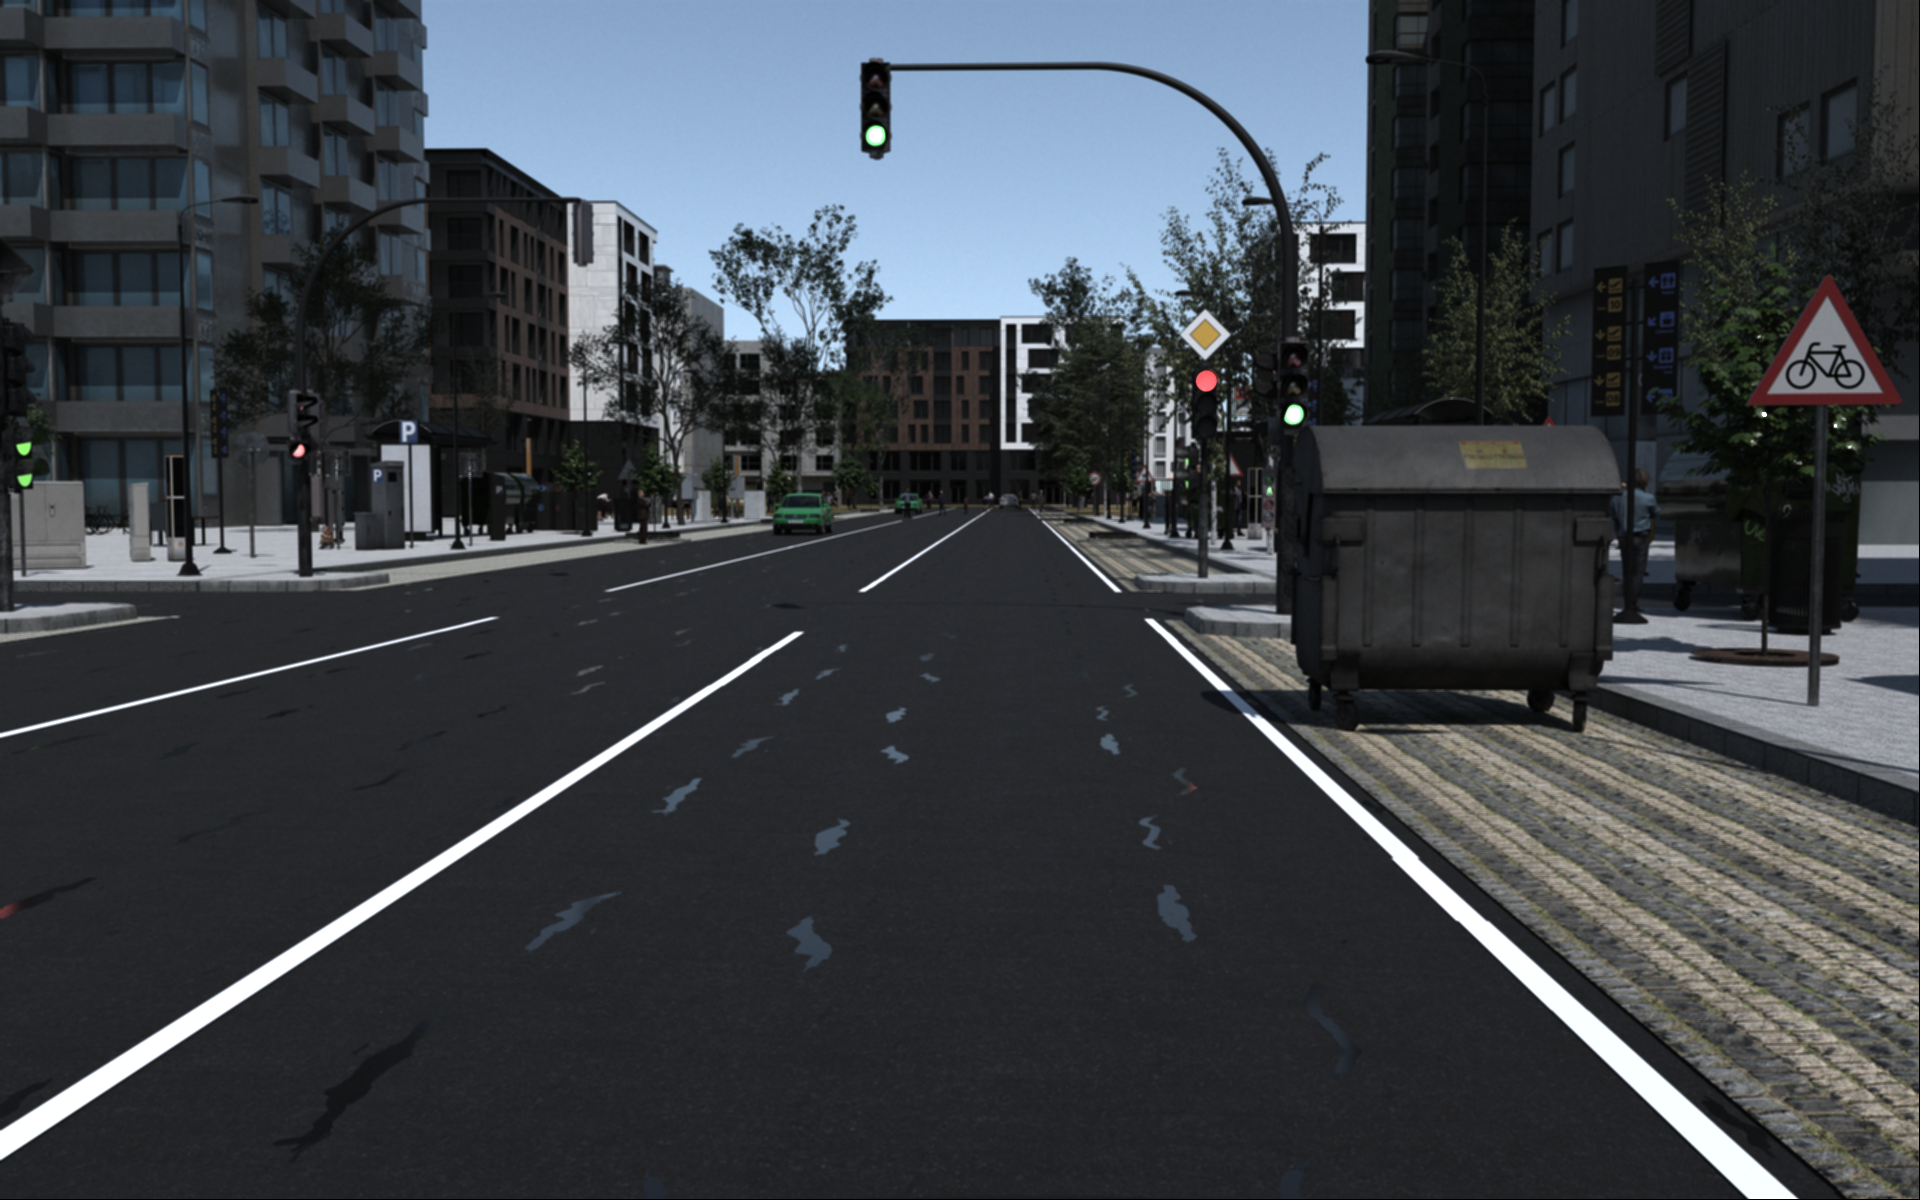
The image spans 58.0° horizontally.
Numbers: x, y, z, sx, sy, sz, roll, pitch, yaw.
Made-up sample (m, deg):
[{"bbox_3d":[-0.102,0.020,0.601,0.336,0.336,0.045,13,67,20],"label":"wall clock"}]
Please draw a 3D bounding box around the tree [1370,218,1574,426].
[{"bbox_3d":[14.478,-5.927,47.264,4.737,8.622,4.395,0,3,0],"label":"tree"}]

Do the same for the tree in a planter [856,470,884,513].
[{"bbox_3d":[-6.680,-8.072,129.204,1.991,3.239,1.994,0,4,2],"label":"tree in a planter"}]

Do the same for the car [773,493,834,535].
[{"bbox_3d":[-5.603,-3.262,62.126,1.959,1.807,4.718,0,4,2],"label":"car"}]

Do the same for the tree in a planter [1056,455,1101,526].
[{"bbox_3d":[5.350,-4.962,78.353,1.991,3.239,1.994,0,4,2],"label":"tree in a planter"}]

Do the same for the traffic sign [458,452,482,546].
[{"bbox_3d":[-12.048,-2.476,42.616,0.606,2.300,0.079,0,4,8],"label":"traffic sign"}]

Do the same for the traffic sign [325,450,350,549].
[{"bbox_3d":[-14.380,-2.317,40.017,0.606,2.300,0.079,0,4,8],"label":"traffic sign"}]

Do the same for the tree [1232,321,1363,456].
[{"bbox_3d":[17.718,-9.605,91.454,7.601,10.594,8.767,0,3,0],"label":"tree"}]

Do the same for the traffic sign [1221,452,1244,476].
[{"bbox_3d":[8.013,-3.159,51.660,0.884,2.594,0.081,0,4,7],"label":"traffic sign"}]

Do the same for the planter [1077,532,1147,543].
[{"bbox_3d":[4.501,-1.858,51.512,1.991,0.319,1.994,0,4,2],"label":"planter"}]

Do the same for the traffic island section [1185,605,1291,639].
[{"bbox_3d":[3.485,0.232,18.487,2.009,0.180,2.903,0,4,2],"label":"traffic island section"}]

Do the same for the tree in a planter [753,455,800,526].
[{"bbox_3d":[-8.249,-4.972,78.521,1.991,3.239,1.994,0,4,2],"label":"tree in a planter"}]

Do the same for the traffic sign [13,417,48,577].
[{"bbox_3d":[-14.536,-1.640,26.818,0.884,2.594,0.081,0,4,7],"label":"traffic sign"}]

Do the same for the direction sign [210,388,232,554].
[{"bbox_3d":[-15.971,-2.777,37.397,0.379,3.537,0.876,-3,5,-44],"label":"direction sign"}]

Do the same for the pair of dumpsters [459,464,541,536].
[{"bbox_3d":[-14.671,-3.219,55.123,1.574,2.255,4.437,0,4,2],"label":"pair of dumpsters"}]

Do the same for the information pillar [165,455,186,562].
[{"bbox_3d":[-14.894,-1.740,32.946,0.304,2.012,0.304,-3,5,-43],"label":"information pillar"}]

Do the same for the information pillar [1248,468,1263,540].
[{"bbox_3d":[8.305,-2.705,48.726,0.304,2.012,0.304,3,5,44],"label":"information pillar"}]

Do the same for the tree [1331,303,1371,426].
[{"bbox_3d":[13.759,-7.144,67.163,4.737,8.622,4.395,0,3,0],"label":"tree"}]

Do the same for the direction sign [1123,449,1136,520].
[{"bbox_3d":[8.557,-5.833,87.374,0.876,3.537,0.379,-3,4,-37],"label":"direction sign"}]

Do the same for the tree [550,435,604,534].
[{"bbox_3d":[-12.466,-3.741,55.770,1.663,3.219,1.824,0,3,0],"label":"tree"}]

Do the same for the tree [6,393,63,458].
[{"bbox_3d":[-22.914,-3.483,40.665,4.285,4.588,4.351,0,3,0],"label":"tree"}]

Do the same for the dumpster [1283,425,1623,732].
[{"bbox_3d":[3.035,-0.162,10.857,1.865,1.857,1.264,0,4,2],"label":"dumpster"}]

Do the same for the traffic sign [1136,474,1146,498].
[{"bbox_3d":[10.691,-6.208,101.603,0.768,2.556,0.104,0,4,7],"label":"traffic sign"}]

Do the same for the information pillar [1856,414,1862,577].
[{"bbox_3d":[13.616,-2.159,26.659,0.504,3.616,0.183,0,4,6],"label":"information pillar"}]

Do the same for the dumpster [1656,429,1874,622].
[{"bbox_3d":[8.403,-0.958,18.159,1.502,2.255,1.985,0,4,2],"label":"dumpster"}]

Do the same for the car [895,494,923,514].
[{"bbox_3d":[-3.728,-7.175,126.112,1.959,1.807,4.718,0,4,4],"label":"car"}]

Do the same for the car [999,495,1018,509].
[{"bbox_3d":[4.881,-9.782,172.290,2.083,1.381,4.827,0,4,3],"label":"car"}]

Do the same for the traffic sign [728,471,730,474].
[{"bbox_3d":[-12.105,-5.416,88.663,0.768,2.556,0.104,0,4,2],"label":"traffic sign"}]

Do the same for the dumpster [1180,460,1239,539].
[{"bbox_3d":[7.150,-2.884,49.651,1.502,2.255,1.985,0,4,2],"label":"dumpster"}]

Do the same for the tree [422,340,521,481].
[{"bbox_3d":[-22.906,-8.061,82.165,4.360,8.622,3.978,0,3,0],"label":"tree"}]

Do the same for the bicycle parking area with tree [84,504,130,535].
[{"bbox_3d":[-31.333,-4.120,54.360,9.016,4.147,8.231,-3,5,-43],"label":"bicycle parking area with tree"}]

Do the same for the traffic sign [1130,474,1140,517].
[{"bbox_3d":[9.811,-6.043,98.807,0.884,2.594,0.081,0,4,5],"label":"traffic sign"}]

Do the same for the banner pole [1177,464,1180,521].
[{"bbox_3d":[10.427,-5.695,83.127,0.401,3.779,0.863,2,4,29],"label":"banner pole"}]

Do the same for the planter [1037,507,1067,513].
[{"bbox_3d":[6.882,-6.550,128.234,1.991,0.319,1.994,0,4,2],"label":"planter"}]

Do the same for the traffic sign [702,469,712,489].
[{"bbox_3d":[-12.767,-5.382,88.104,0.768,2.556,0.104,0,4,8],"label":"traffic sign"}]

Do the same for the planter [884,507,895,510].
[{"bbox_3d":[-5.821,-8.300,156.837,1.991,0.319,1.994,0,4,2],"label":"planter"}]

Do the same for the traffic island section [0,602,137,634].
[{"bbox_3d":[-10.429,0.205,18.922,2.009,0.180,2.903,0,4,2],"label":"traffic island section"}]

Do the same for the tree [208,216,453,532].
[{"bbox_3d":[-21.523,-7.565,58.107,7.601,10.594,8.767,1,4,20],"label":"tree"}]

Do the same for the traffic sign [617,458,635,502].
[{"bbox_3d":[-12.057,-3.857,63.073,0.884,2.594,0.081,1,4,9],"label":"traffic sign"}]

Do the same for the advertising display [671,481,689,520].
[{"bbox_3d":[-13.913,-4.945,86.070,0.974,1.923,0.123,-3,4,-37],"label":"advertising display"}]

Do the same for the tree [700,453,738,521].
[{"bbox_3d":[-11.528,-5.343,81.963,1.663,3.219,1.824,0,3,0],"label":"tree"}]

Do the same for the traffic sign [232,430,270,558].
[{"bbox_3d":[-14.217,-2.118,34.731,0.768,2.556,0.104,0,4,3],"label":"traffic sign"}]

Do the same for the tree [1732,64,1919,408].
[{"bbox_3d":[15.735,-4.921,30.826,4.360,8.622,3.978,0,3,0],"label":"tree"}]

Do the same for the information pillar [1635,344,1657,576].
[{"bbox_3d":[10.700,-2.188,27.136,0.504,3.616,0.183,-2,4,-29],"label":"information pillar"}]

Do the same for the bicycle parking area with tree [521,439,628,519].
[{"bbox_3d":[-20.266,-6.390,91.481,8.231,4.147,9.016,1,4,11],"label":"bicycle parking area with tree"}]

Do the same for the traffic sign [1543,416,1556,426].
[{"bbox_3d":[9.767,-1.761,28.804,0.884,2.594,0.081,0,4,3],"label":"traffic sign"}]

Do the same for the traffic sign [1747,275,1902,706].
[{"bbox_3d":[5.165,-0.636,10.411,0.884,2.594,0.081,0,4,5],"label":"traffic sign"}]

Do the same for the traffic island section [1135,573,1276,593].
[{"bbox_3d":[3.733,-0.256,26.469,2.009,0.180,2.903,0,4,2],"label":"traffic island section"}]

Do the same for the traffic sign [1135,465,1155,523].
[{"bbox_3d":[8.127,-4.663,76.237,0.884,2.594,0.081,1,4,8],"label":"traffic sign"}]

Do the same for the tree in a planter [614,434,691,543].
[{"bbox_3d":[-9.087,-3.316,51.437,1.991,3.239,1.994,0,4,2],"label":"tree in a planter"}]

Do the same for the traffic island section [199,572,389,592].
[{"bbox_3d":[-10.182,-0.283,26.904,2.009,0.180,2.903,0,4,2],"label":"traffic island section"}]

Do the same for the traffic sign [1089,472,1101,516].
[{"bbox_3d":[7.754,-6.113,100.056,0.768,2.556,0.104,0,4,7],"label":"traffic sign"}]

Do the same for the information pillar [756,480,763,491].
[{"bbox_3d":[-10.481,-5.270,90.662,0.304,2.012,0.304,1,4,12],"label":"information pillar"}]

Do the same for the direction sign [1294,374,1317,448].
[{"bbox_3d":[6.418,-2.479,32.535,0.876,3.537,0.379,-2,4,-33],"label":"direction sign"}]

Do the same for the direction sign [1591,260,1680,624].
[{"bbox_3d":[6.658,-1.539,17.155,0.379,3.537,0.876,-3,5,-42],"label":"direction sign"}]

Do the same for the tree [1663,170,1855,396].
[{"bbox_3d":[17.868,-5.448,39.442,4.737,8.622,4.395,0,3,0],"label":"tree"}]
